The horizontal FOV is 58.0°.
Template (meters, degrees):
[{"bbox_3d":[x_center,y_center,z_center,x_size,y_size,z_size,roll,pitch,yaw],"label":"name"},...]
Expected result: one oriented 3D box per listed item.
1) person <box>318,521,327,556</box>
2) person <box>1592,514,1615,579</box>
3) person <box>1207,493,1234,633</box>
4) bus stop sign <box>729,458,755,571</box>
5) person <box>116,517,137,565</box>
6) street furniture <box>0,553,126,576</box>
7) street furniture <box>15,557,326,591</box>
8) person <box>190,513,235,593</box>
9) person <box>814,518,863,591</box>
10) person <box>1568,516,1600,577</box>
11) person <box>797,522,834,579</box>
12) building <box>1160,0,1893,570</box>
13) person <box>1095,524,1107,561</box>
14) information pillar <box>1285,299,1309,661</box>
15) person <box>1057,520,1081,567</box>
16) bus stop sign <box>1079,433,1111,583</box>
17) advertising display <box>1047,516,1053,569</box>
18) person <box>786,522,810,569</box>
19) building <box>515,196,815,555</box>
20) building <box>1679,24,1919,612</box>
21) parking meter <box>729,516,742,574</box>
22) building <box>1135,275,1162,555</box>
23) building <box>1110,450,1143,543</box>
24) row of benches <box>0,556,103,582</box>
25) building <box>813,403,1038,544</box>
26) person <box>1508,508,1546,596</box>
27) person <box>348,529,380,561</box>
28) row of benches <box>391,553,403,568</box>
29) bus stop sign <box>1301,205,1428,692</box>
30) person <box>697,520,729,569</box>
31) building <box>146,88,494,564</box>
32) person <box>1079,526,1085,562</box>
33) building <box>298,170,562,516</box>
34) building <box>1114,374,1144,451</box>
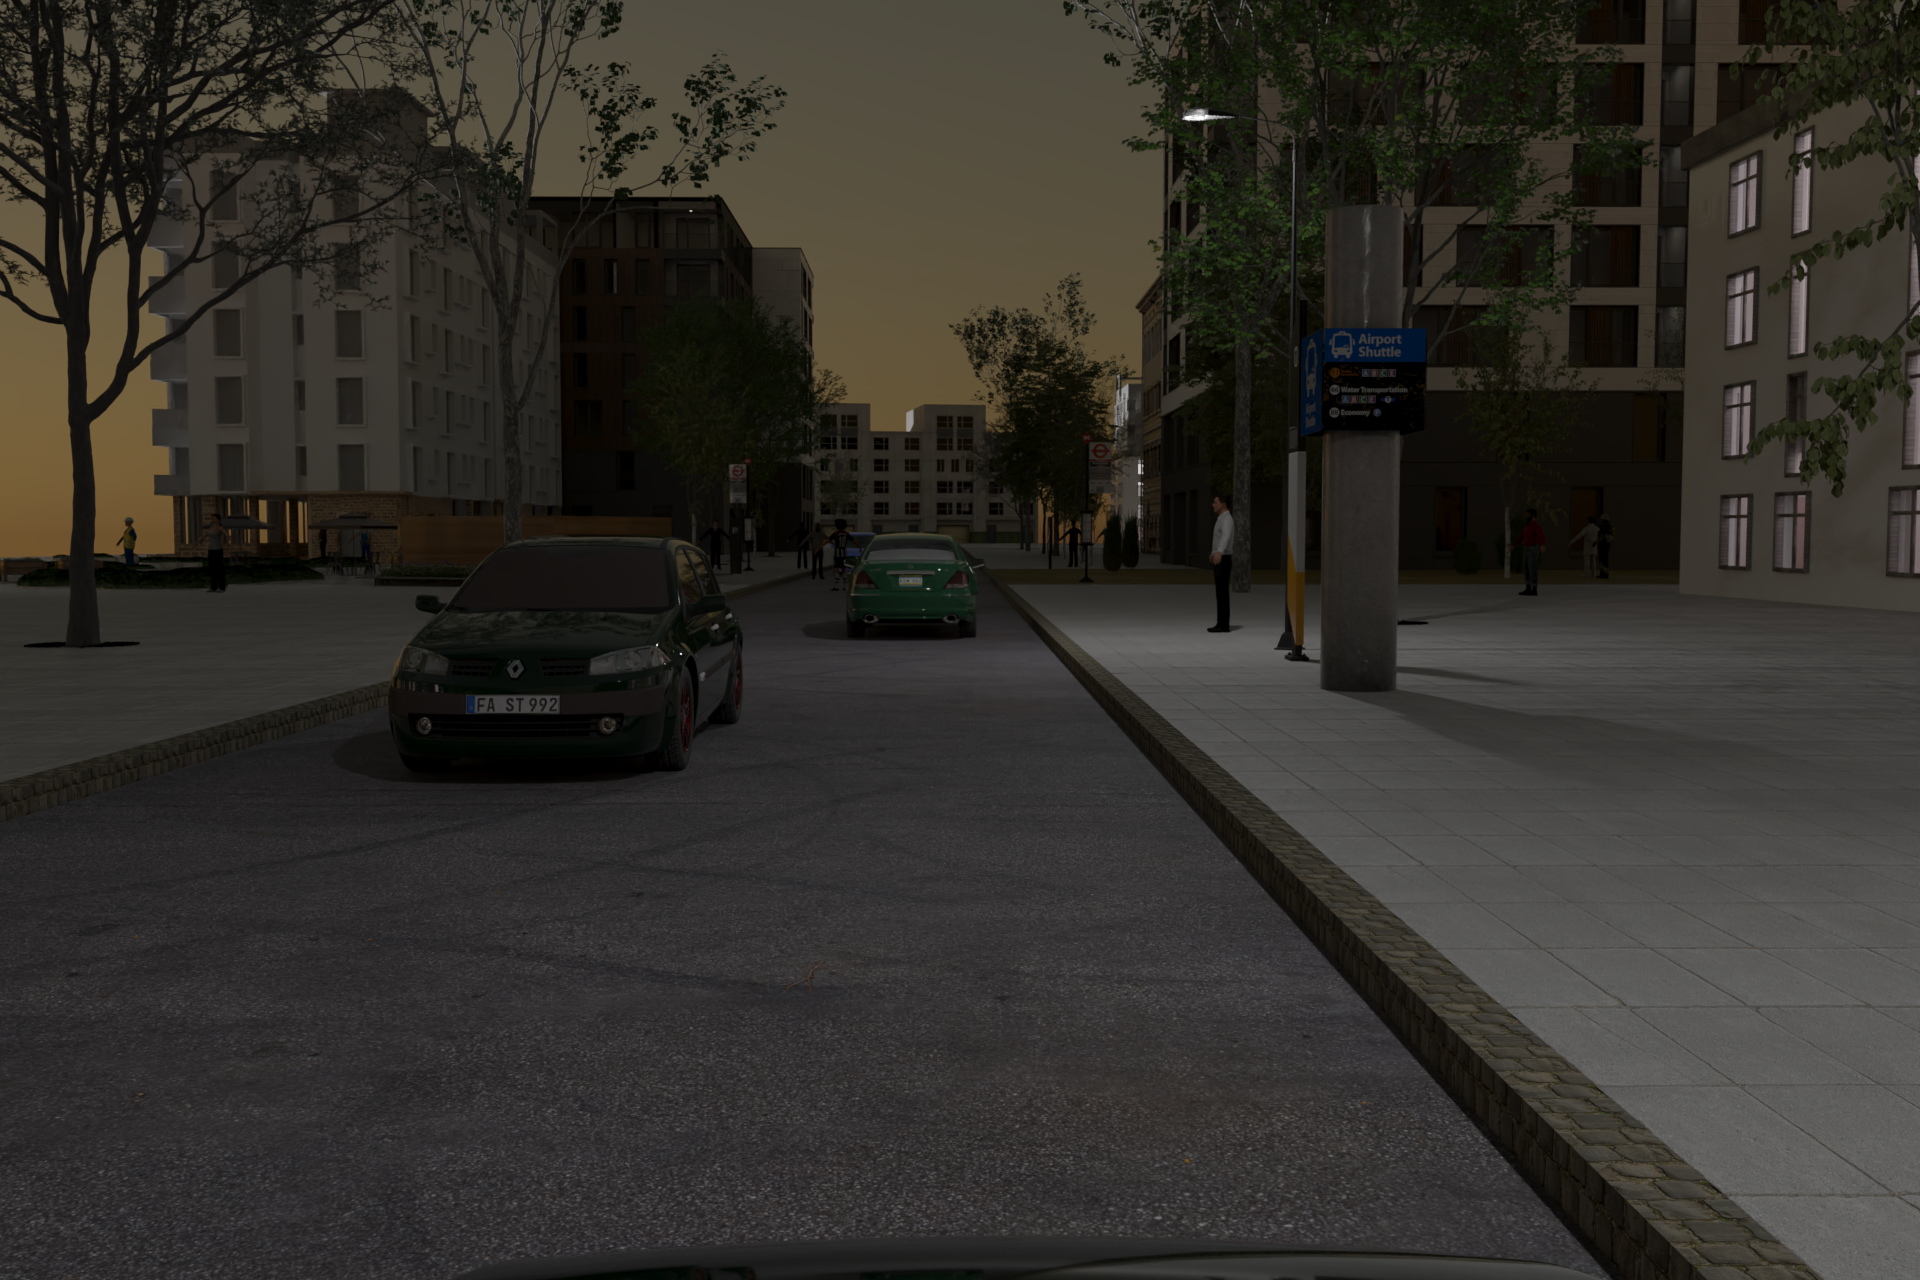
[{"bbox_3d":[-25.464,-3.852,69.115,0.704,1.812,1.346,-1,4,-18],"label":"person"},{"bbox_3d":[18.562,-2.704,49.986,0.705,1.856,1.354,0,4,3],"label":"person"},{"bbox_3d":[3.401,-1.009,22.649,0.704,1.810,1.344,0,4,6],"label":"person"},{"bbox_3d":[-7.606,-4.387,60.427,0.855,3.939,0.416,0,4,1],"label":"bus stop sign"},{"bbox_3d":[-24.176,-2.677,50.229,1.216,1.772,0.721,3,5,43],"label":"person"},{"bbox_3d":[-31.025,-2.331,53.731,10.072,0.657,5.734,-2,4,-25],"label":"street furniture"},{"bbox_3d":[-19.876,-1.741,44.091,5.734,0.657,10.072,0,4,0],"label":"street furniture"},{"bbox_3d":[-16.387,-1.909,38.019,1.217,1.737,0.721,1,4,22],"label":"person"},{"bbox_3d":[-3.035,-2.150,43.750,1.345,1.843,0.704,-2,4,-28],"label":"person"},{"bbox_3d":[18.719,-2.770,51.483,1.347,1.806,0.705,-1,4,-14],"label":"person"},{"bbox_3d":[-4.501,-2.829,54.832,1.348,1.813,0.705,-1,4,-17],"label":"person"},{"bbox_3d":[22.687,-14.305,77.861,27.936,21.610,32.646,0,4,-1],"label":"building"},{"bbox_3d":[6.218,-4.043,72.225,1.347,1.817,0.704,-1,4,-22],"label":"person"},{"bbox_3d":[3.426,-1.605,17.591,0.183,3.616,0.504,0,3,0],"label":"information pillar"},{"bbox_3d":[4.395,-3.754,67.307,1.347,1.837,0.705,-2,4,-24],"label":"person"},{"bbox_3d":[3.580,-3.501,45.938,0.855,3.939,0.416,0,4,0],"label":"bus stop sign"},{"bbox_3d":[3.307,-3.573,63.638,0.123,1.923,0.974,0,4,-2],"label":"advertising display"},{"bbox_3d":[-5.801,-3.491,63.797,1.216,1.740,0.721,0,4,1],"label":"person"},{"bbox_3d":[-25.224,-16.966,121.374,27.936,21.610,32.646,0,4,-1],"label":"building"},{"bbox_3d":[20.182,-4.971,23.428,9.099,9.664,28.070,0,4,-1],"label":"building"},{"bbox_3d":[-7.250,-3.067,55.859,0.399,1.863,0.255,0,4,0],"label":"parking meter"},{"bbox_3d":[21.343,-16.822,105.968,19.493,23.208,18.063,0,3,0],"label":"building"},{"bbox_3d":[20.816,-14.178,173.963,9.099,9.664,28.070,0,4,0],"label":"building"},{"bbox_3d":[-25.663,-1.943,47.227,4.104,0.672,1.422,-3,5,-42],"label":"row of benches"},{"bbox_3d":[-6.262,-22.810,241.856,31.486,18.905,16.747,-1,4,-10],"label":"building"},{"bbox_3d":[11.881,-1.837,36.139,0.704,1.816,1.345,-1,4,-12],"label":"person"},{"bbox_3d":[-23.666,-3.857,68.917,1.347,1.847,0.705,1,4,10],"label":"person"},{"bbox_3d":[-17.228,-2.631,58.479,4.104,0.672,1.422,-3,4,-36],"label":"row of benches"},{"bbox_3d":[3.297,-1.542,14.233,0.837,3.901,0.837,0,4,0],"label":"bus stop sign"},{"bbox_3d":[-8.856,-3.459,62.749,1.347,1.806,0.705,-1,4,-10],"label":"person"},{"bbox_3d":[-28.599,-13.369,75.004,16.016,20.090,11.380,0,4,0],"label":"building"},{"bbox_3d":[5.773,-4.501,80.398,0.721,1.733,1.217,1,4,20],"label":"person"},{"bbox_3d":[-28.981,-14.377,91.482,16.016,20.090,11.380,0,4,0],"label":"building"},{"bbox_3d":[23.436,-21.324,205.070,16.016,20.090,11.380,0,4,0],"label":"building"}]
